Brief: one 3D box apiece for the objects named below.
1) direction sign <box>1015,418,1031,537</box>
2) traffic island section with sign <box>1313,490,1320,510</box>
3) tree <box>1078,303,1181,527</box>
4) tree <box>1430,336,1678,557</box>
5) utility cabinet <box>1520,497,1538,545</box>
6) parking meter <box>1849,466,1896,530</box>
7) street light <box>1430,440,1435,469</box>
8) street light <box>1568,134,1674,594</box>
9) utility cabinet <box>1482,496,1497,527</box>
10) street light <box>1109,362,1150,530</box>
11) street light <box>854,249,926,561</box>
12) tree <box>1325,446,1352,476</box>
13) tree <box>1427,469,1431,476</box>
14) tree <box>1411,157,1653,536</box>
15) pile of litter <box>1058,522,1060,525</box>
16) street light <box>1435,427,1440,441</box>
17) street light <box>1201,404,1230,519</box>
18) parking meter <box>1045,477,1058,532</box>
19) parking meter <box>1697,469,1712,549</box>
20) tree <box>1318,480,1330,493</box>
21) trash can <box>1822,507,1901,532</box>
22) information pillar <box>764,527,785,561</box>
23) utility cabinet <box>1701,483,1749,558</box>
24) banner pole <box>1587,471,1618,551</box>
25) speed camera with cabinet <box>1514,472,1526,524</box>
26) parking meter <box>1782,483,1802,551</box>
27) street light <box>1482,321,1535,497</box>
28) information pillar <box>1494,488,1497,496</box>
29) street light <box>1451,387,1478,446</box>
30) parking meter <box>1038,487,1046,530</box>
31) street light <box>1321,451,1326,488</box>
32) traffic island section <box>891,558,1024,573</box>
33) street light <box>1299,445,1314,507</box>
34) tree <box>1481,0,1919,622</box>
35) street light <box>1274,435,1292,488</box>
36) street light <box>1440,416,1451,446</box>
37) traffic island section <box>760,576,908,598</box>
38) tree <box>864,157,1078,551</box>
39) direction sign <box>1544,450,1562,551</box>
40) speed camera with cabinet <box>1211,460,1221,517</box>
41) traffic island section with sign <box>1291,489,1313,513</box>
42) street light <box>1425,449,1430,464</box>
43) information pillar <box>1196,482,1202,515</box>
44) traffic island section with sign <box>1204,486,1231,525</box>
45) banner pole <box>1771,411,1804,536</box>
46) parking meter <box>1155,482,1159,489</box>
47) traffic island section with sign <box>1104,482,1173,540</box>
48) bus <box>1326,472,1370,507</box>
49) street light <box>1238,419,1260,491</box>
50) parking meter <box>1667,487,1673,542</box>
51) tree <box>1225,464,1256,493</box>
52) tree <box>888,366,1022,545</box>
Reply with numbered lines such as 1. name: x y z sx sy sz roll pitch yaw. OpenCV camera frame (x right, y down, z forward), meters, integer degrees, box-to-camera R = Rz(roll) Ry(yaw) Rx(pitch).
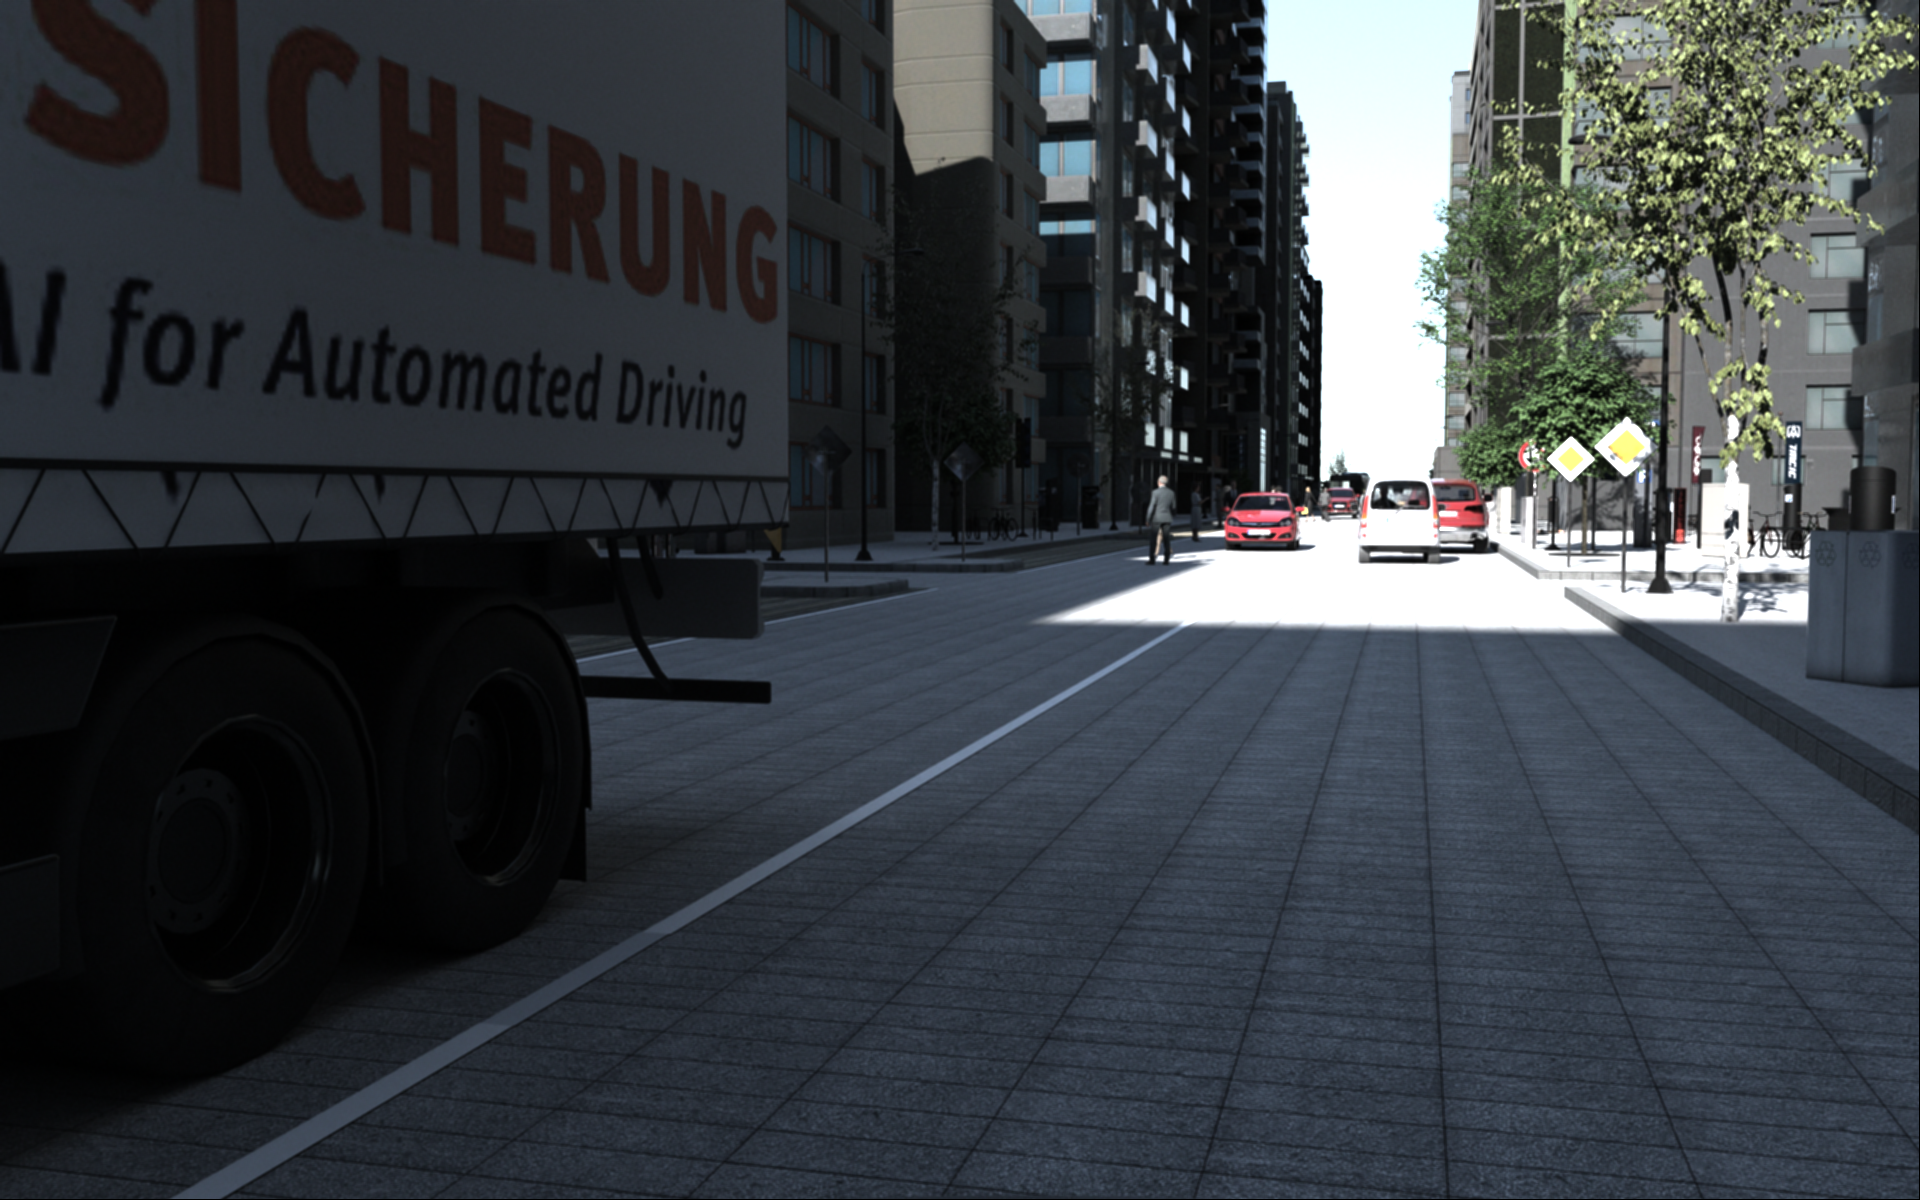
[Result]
1. direction sign: 1.884 -3.657 51.793 0.379 3.537 0.876 -2 4 -28
2. traffic island section with sign: 31.934 -8.998 155.741 1.989 1.847 2.006 1 4 15
3. tree: 6.388 -7.116 66.704 4.360 8.622 3.978 0 3 0
4. tree: 13.026 -3.210 36.203 4.285 4.588 4.351 0 3 0
5. utility cabinet: 14.603 -2.038 44.476 0.306 1.237 1.020 1 4 11
6. parking meter: 8.335 -0.455 15.850 0.372 1.533 0.369 0 3 0
7. street light: 40.939 -10.687 147.276 1.470 5.913 1.316 1 4 15
8. street light: 8.536 -3.048 22.380 1.470 5.913 1.316 1 4 15
9. utility cabinet: 20.788 -3.461 67.747 1.020 1.237 0.306 1 4 17
10. street light: 5.967 -5.410 60.987 1.470 5.913 1.316 1 4 15
11. street light: -1.328 -3.702 33.065 1.470 5.913 1.316 1 4 15
12. tree: 56.530 -18.858 258.693 4.737 8.622 4.395 0 3 0
13. tree: 21.861 -5.360 71.355 4.285 4.588 4.351 0 3 0
14. tree: 17.706 -7.839 53.928 9.928 11.665 9.643 0 3 0
15. pile of litter: 3.562 -3.494 71.091 1.719 0.858 1.176 3 5 44
16. street light: 33.684 -8.979 119.344 1.470 5.913 1.316 1 4 15
17. street light: 13.240 -7.160 89.607 1.470 5.913 1.316 1 4 15
18. parking meter: 3.132 -3.266 59.110 0.399 1.863 0.255 -2 4 -27
19. parking meter: 17.425 -2.130 40.543 0.255 1.863 0.399 1 4 16
20. tree: 48.443 -14.307 228.523 1.663 3.219 1.824 0 3 0
21. trash can: 9.513 -0.408 18.320 0.748 1.137 0.748 0 3 0
22. information pillar: -3.595 -2.561 33.220 0.183 3.616 0.504 -3 5 -42
23. utility cabinet: 15.386 -1.599 34.828 0.318 1.500 1.173 0 4 -8
24. banner pole: 14.481 -2.995 38.992 0.863 3.779 0.401 -1 4 -19
25. speed camera with cabinet: 24.069 -4.876 74.059 0.660 3.252 2.038 1 4 20
26. parking meter: 18.967 -1.901 39.490 0.372 1.533 0.369 0 3 0
27. street light: 14.808 -4.529 46.587 1.470 5.913 1.316 1 4 15
28. information pillar: 22.967 -5.084 74.474 0.183 3.616 0.504 3 5 40
29. street light: 22.081 -6.258 74.863 1.470 5.913 1.316 1 4 15
30. parking meter: 2.966 -3.245 61.470 0.372 1.533 0.369 0 3 0
31. street light: 38.920 -13.195 188.277 1.470 5.913 1.316 1 4 15
32. traffic island section: 0.043 -0.653 32.956 2.009 0.180 2.903 1 4 15
33. street light: 32.547 -11.654 163.089 1.470 5.913 1.316 1 4 15
34. tree: 7.493 -4.083 17.112 4.737 8.622 4.395 0 3 0
35. street light: 25.142 -9.948 135.196 1.470 5.913 1.316 1 4 15
36. street light: 29.433 -7.971 102.865 1.470 5.913 1.316 1 4 15
37. traffic island section: -1.964 -0.180 25.226 2.009 0.180 2.903 1 4 15
38. tree: -0.368 -5.423 39.036 4.360 8.622 3.978 0 3 0
39. direction sign: 13.500 -2.895 39.330 0.379 3.537 0.876 -1 4 -11
40. speed camera with cabinet: 14.778 -6.451 99.817 0.660 3.252 2.038 1 4 8
41. traffic island section with sign: 25.169 -7.402 129.645 1.989 1.847 2.006 1 4 15
42. street light: 48.358 -12.451 176.119 1.470 5.913 1.316 1 4 15
43. information pillar: 14.390 -6.120 104.558 0.304 2.012 0.304 3 5 40
44. traffic island section with sign: 12.469 -4.412 80.761 1.989 1.847 2.006 1 4 15
45. banner pole: 25.061 -3.821 52.488 0.863 3.779 0.401 1 4 9
46. parking meter: 8.336 -4.074 72.317 0.255 1.863 0.399 3 4 36
47. traffic island section with sign: 5.691 -2.816 54.669 1.989 1.847 2.006 1 4 15
48. bus: 32.081 -9.020 142.334 2.948 3.499 13.247 1 4 16
49. street light: 17.842 -8.236 107.192 1.470 5.913 1.316 1 4 15
50. parking meter: 18.893 -2.325 46.420 0.372 1.533 0.369 0 3 0
51. tree: 18.962 -7.392 115.462 1.663 3.219 1.824 0 3 0
52. tree: -0.135 -3.714 44.435 4.285 4.588 4.351 0 3 0
